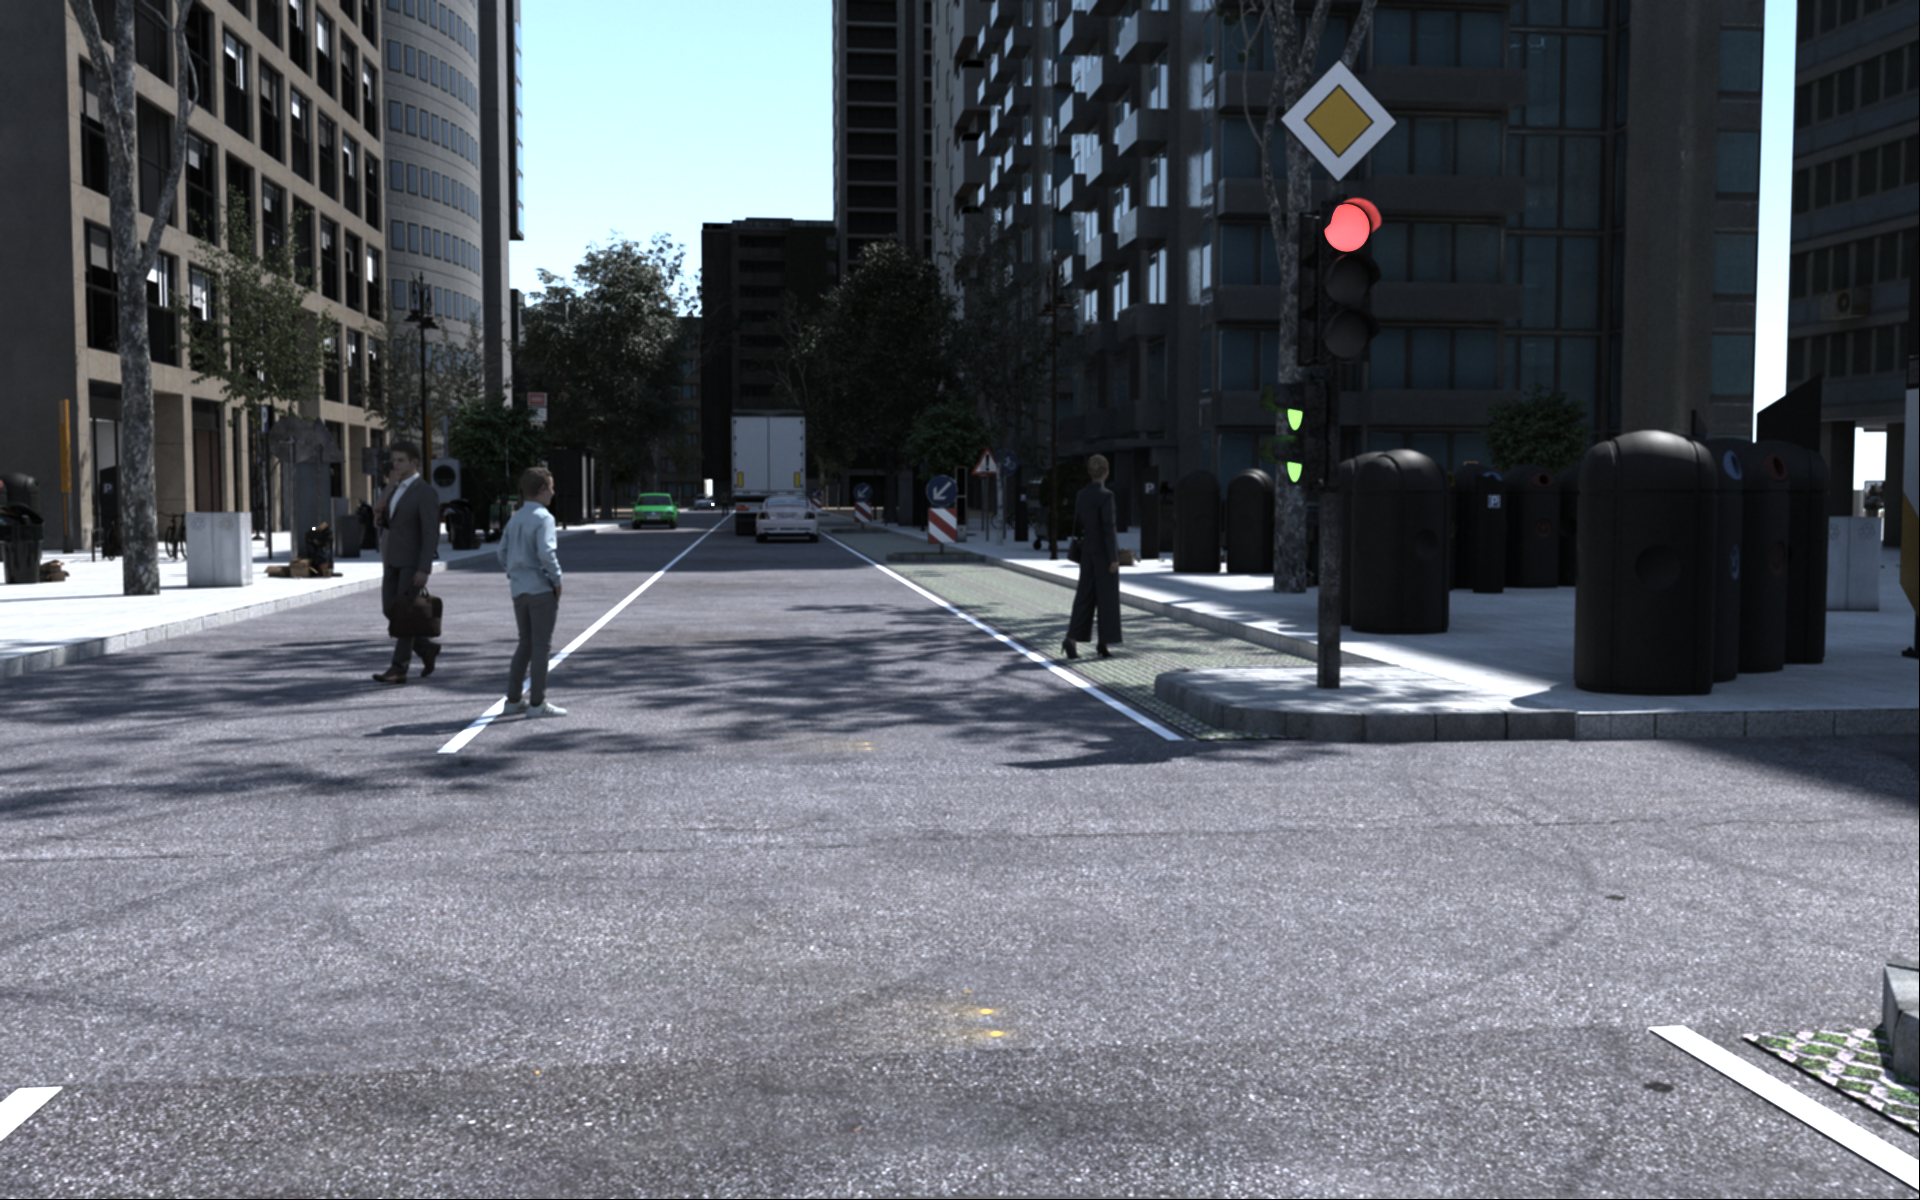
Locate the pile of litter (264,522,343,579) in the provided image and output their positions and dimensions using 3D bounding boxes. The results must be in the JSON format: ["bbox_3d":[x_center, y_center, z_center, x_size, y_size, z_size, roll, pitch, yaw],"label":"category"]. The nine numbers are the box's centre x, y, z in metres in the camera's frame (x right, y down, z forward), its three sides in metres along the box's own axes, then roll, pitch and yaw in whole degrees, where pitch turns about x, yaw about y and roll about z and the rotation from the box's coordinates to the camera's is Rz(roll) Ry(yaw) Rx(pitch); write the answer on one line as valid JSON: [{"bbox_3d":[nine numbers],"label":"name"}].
[{"bbox_3d":[-10.198,-0.792,26.914,1.176,0.858,1.719,-1,4,-14],"label":"pile of litter"}]

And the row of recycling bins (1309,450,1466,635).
[{"bbox_3d":[4.225,-0.633,17.468,1.069,1.692,3.534,0,4,7],"label":"row of recycling bins"}]

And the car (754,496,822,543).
[{"bbox_3d":[-5.221,-2.454,52.491,2.083,1.381,4.827,0,4,-5],"label":"car"}]

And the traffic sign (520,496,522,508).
[{"bbox_3d":[-15.351,-3.703,60.545,0.884,2.594,0.081,0,4,0],"label":"traffic sign"}]

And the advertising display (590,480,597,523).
[{"bbox_3d":[-16.785,-4.460,78.129,0.974,1.923,0.123,2,4,34],"label":"advertising display"}]

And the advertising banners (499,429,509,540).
[{"bbox_3d":[-12.056,-3.038,45.861,0.090,3.025,2.074,-1,4,-9],"label":"advertising banners"}]

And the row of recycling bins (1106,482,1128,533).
[{"bbox_3d":[4.288,-3.164,58.838,1.069,1.692,3.534,-3,5,-42],"label":"row of recycling bins"}]

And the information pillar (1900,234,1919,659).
[{"bbox_3d":[7.548,-1.355,13.517,0.183,3.616,0.504,0,4,1],"label":"information pillar"}]

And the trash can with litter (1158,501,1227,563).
[{"bbox_3d":[4.903,-1.346,33.066,2.233,1.210,1.678,0,4,4],"label":"trash can with litter"}]

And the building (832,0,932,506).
[{"bbox_3d":[-3.189,-45.869,188.205,20.611,71.187,20.563,0,4,-7],"label":"building"}]

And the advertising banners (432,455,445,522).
[{"bbox_3d":[-23.407,-5.042,78.617,0.090,3.025,2.074,1,4,21],"label":"advertising banners"}]

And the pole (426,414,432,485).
[{"bbox_3d":[-13.637,-3.093,44.411,0.158,3.312,0.155,0,3,0],"label":"pole"}]

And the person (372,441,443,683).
[{"bbox_3d":[-4.175,-0.289,13.189,0.622,1.834,0.822,2,4,28],"label":"person"}]

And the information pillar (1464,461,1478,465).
[{"bbox_3d":[11.501,-2.114,39.057,0.304,2.012,0.304,1,4,15],"label":"information pillar"}]

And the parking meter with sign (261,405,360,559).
[{"bbox_3d":[-12.896,-2.336,34.462,1.738,3.016,0.543,-2,4,-35],"label":"parking meter with sign"}]

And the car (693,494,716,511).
[{"bbox_3d":[-22.254,-8.491,150.827,2.014,1.417,4.499,0,4,-8],"label":"car"}]

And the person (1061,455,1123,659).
[{"bbox_3d":[1.176,-0.371,14.981,0.576,1.772,0.534,2,4,33],"label":"person"}]

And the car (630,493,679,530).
[{"bbox_3d":[-12.589,-3.835,71.498,1.959,1.807,4.718,-1,4,-8],"label":"car"}]

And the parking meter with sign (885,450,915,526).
[{"bbox_3d":[-2.128,-4.454,69.085,1.738,3.016,0.543,0,4,-1],"label":"parking meter with sign"}]

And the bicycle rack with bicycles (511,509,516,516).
[{"bbox_3d":[-20.693,-3.805,75.600,2.852,0.926,2.925,-3,5,-44],"label":"bicycle rack with bicycles"}]

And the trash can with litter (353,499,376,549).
[{"bbox_3d":[-13.535,-1.768,40.297,1.055,1.170,0.624,-2,4,-24],"label":"trash can with litter"}]

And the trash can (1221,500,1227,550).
[{"bbox_3d":[6.218,-1.703,39.492,0.748,1.137,0.748,0,3,0],"label":"trash can"}]

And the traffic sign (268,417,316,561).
[{"bbox_3d":[-11.007,-1.740,28.550,0.768,2.556,0.104,0,4,-4],"label":"traffic sign"}]

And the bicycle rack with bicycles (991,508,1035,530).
[{"bbox_3d":[2.570,-3.039,63.077,2.925,0.926,2.852,0,4,7],"label":"bicycle rack with bicycles"}]

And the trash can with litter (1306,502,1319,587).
[{"bbox_3d":[4.894,-0.781,24.162,0.624,1.170,1.055,2,4,25],"label":"trash can with litter"}]

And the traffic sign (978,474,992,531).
[{"bbox_3d":[0.792,-3.660,59.942,0.768,2.556,0.104,0,4,-3],"label":"traffic sign"}]

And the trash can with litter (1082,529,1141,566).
[{"bbox_3d":[2.718,-1.207,31.122,1.055,1.170,0.624,1,4,14],"label":"trash can with litter"}]

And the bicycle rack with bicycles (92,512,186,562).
[{"bbox_3d":[-15.788,-1.262,34.020,2.852,0.926,2.925,-1,4,-20],"label":"bicycle rack with bicycles"}]

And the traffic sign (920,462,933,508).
[{"bbox_3d":[-0.929,-3.482,57.040,0.768,2.556,0.104,0,4,-4],"label":"traffic sign"}]

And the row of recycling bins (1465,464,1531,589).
[{"bbox_3d":[7.412,-1.018,23.752,3.534,1.692,1.069,-1,4,-22],"label":"row of recycling bins"}]

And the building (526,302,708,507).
[{"bbox_3d":[-42.429,-20.982,188.091,28.899,21.520,27.650,0,4,-7],"label":"building"}]

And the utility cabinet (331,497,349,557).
[{"bbox_3d":[-12.854,-1.515,35.938,0.306,1.237,1.020,-2,4,-23],"label":"utility cabinet"}]

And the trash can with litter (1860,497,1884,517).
[{"bbox_3d":[39.196,-3.870,74.665,1.055,1.170,0.624,-1,4,-20],"label":"trash can with litter"}]

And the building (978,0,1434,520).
[{"bbox_3d":[13.202,-30.144,112.459,23.786,49.044,30.456,0,4,-7],"label":"building"}]

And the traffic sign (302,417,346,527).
[{"bbox_3d":[-10.756,-1.779,29.091,0.884,2.594,0.081,0,4,-1],"label":"traffic sign"}]

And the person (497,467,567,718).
[{"bbox_3d":[-2.724,-0.050,11.134,0.330,1.601,0.589,-3,4,-38],"label":"person"}]

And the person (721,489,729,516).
[{"bbox_3d":[-15.268,-6.313,112.244,0.617,1.759,0.750,-1,4,-21],"label":"person"}]

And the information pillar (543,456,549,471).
[{"bbox_3d":[-18.717,-5.345,78.745,0.504,3.616,0.183,1,4,18],"label":"information pillar"}]

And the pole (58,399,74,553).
[{"bbox_3d":[-19.282,-2.661,37.350,0.158,3.312,0.155,0,3,0],"label":"pole"}]

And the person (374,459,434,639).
[{"bbox_3d":[-5.533,-0.510,17.185,0.599,1.781,0.374,3,5,42],"label":"person"}]

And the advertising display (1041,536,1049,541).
[{"bbox_3d":[2.358,-2.582,47.429,0.123,1.923,0.974,-1,4,-12],"label":"advertising display"}]

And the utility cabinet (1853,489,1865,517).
[{"bbox_3d":[39.108,-4.126,76.136,0.318,1.500,1.173,-2,4,-25],"label":"utility cabinet"}]

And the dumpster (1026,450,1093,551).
[{"bbox_3d":[2.369,-2.235,39.036,1.502,2.255,1.985,0,4,-7],"label":"dumpster"}]

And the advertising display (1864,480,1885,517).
[{"bbox_3d":[42.600,-4.619,80.736,0.123,1.923,0.974,-2,4,-27],"label":"advertising display"}]

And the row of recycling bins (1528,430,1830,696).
[{"bbox_3d":[5.317,-0.322,12.376,1.069,1.692,3.534,3,5,41],"label":"row of recycling bins"}]

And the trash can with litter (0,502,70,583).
[{"bbox_3d":[-13.458,-0.836,25.053,0.624,1.170,1.055,1,4,9],"label":"trash can with litter"}]

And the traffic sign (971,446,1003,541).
[{"bbox_3d":[0.747,-2.882,47.124,0.884,2.594,0.081,0,4,-2],"label":"traffic sign"}]

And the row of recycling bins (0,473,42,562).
[{"bbox_3d":[-18.479,-1.531,32.141,1.069,1.692,3.534,0,4,7],"label":"row of recycling bins"}]

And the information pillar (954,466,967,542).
[{"bbox_3d":[0.017,-2.553,46.234,0.304,2.012,0.304,0,4,-6],"label":"information pillar"}]

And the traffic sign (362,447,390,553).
[{"bbox_3d":[-12.766,-2.189,37.917,0.606,2.300,0.079,0,4,-4],"label":"traffic sign"}]

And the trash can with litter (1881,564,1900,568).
[{"bbox_3d":[15.476,-1.202,30.708,2.233,1.210,1.678,3,4,38],"label":"trash can with litter"}]

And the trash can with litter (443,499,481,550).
[{"bbox_3d":[-11.472,-1.750,39.995,0.624,1.170,1.055,0,4,2],"label":"trash can with litter"}]

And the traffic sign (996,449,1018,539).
[{"bbox_3d":[1.272,-3.014,49.392,0.768,2.556,0.104,0,4,-5],"label":"traffic sign"}]

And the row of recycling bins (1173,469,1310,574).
[{"bbox_3d":[5.205,-1.282,28.072,3.534,1.692,1.069,1,4,16],"label":"row of recycling bins"}]

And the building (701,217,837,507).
[{"bbox_3d":[-20.301,-25.204,183.786,14.107,30.474,14.160,0,4,-7],"label":"building"}]
